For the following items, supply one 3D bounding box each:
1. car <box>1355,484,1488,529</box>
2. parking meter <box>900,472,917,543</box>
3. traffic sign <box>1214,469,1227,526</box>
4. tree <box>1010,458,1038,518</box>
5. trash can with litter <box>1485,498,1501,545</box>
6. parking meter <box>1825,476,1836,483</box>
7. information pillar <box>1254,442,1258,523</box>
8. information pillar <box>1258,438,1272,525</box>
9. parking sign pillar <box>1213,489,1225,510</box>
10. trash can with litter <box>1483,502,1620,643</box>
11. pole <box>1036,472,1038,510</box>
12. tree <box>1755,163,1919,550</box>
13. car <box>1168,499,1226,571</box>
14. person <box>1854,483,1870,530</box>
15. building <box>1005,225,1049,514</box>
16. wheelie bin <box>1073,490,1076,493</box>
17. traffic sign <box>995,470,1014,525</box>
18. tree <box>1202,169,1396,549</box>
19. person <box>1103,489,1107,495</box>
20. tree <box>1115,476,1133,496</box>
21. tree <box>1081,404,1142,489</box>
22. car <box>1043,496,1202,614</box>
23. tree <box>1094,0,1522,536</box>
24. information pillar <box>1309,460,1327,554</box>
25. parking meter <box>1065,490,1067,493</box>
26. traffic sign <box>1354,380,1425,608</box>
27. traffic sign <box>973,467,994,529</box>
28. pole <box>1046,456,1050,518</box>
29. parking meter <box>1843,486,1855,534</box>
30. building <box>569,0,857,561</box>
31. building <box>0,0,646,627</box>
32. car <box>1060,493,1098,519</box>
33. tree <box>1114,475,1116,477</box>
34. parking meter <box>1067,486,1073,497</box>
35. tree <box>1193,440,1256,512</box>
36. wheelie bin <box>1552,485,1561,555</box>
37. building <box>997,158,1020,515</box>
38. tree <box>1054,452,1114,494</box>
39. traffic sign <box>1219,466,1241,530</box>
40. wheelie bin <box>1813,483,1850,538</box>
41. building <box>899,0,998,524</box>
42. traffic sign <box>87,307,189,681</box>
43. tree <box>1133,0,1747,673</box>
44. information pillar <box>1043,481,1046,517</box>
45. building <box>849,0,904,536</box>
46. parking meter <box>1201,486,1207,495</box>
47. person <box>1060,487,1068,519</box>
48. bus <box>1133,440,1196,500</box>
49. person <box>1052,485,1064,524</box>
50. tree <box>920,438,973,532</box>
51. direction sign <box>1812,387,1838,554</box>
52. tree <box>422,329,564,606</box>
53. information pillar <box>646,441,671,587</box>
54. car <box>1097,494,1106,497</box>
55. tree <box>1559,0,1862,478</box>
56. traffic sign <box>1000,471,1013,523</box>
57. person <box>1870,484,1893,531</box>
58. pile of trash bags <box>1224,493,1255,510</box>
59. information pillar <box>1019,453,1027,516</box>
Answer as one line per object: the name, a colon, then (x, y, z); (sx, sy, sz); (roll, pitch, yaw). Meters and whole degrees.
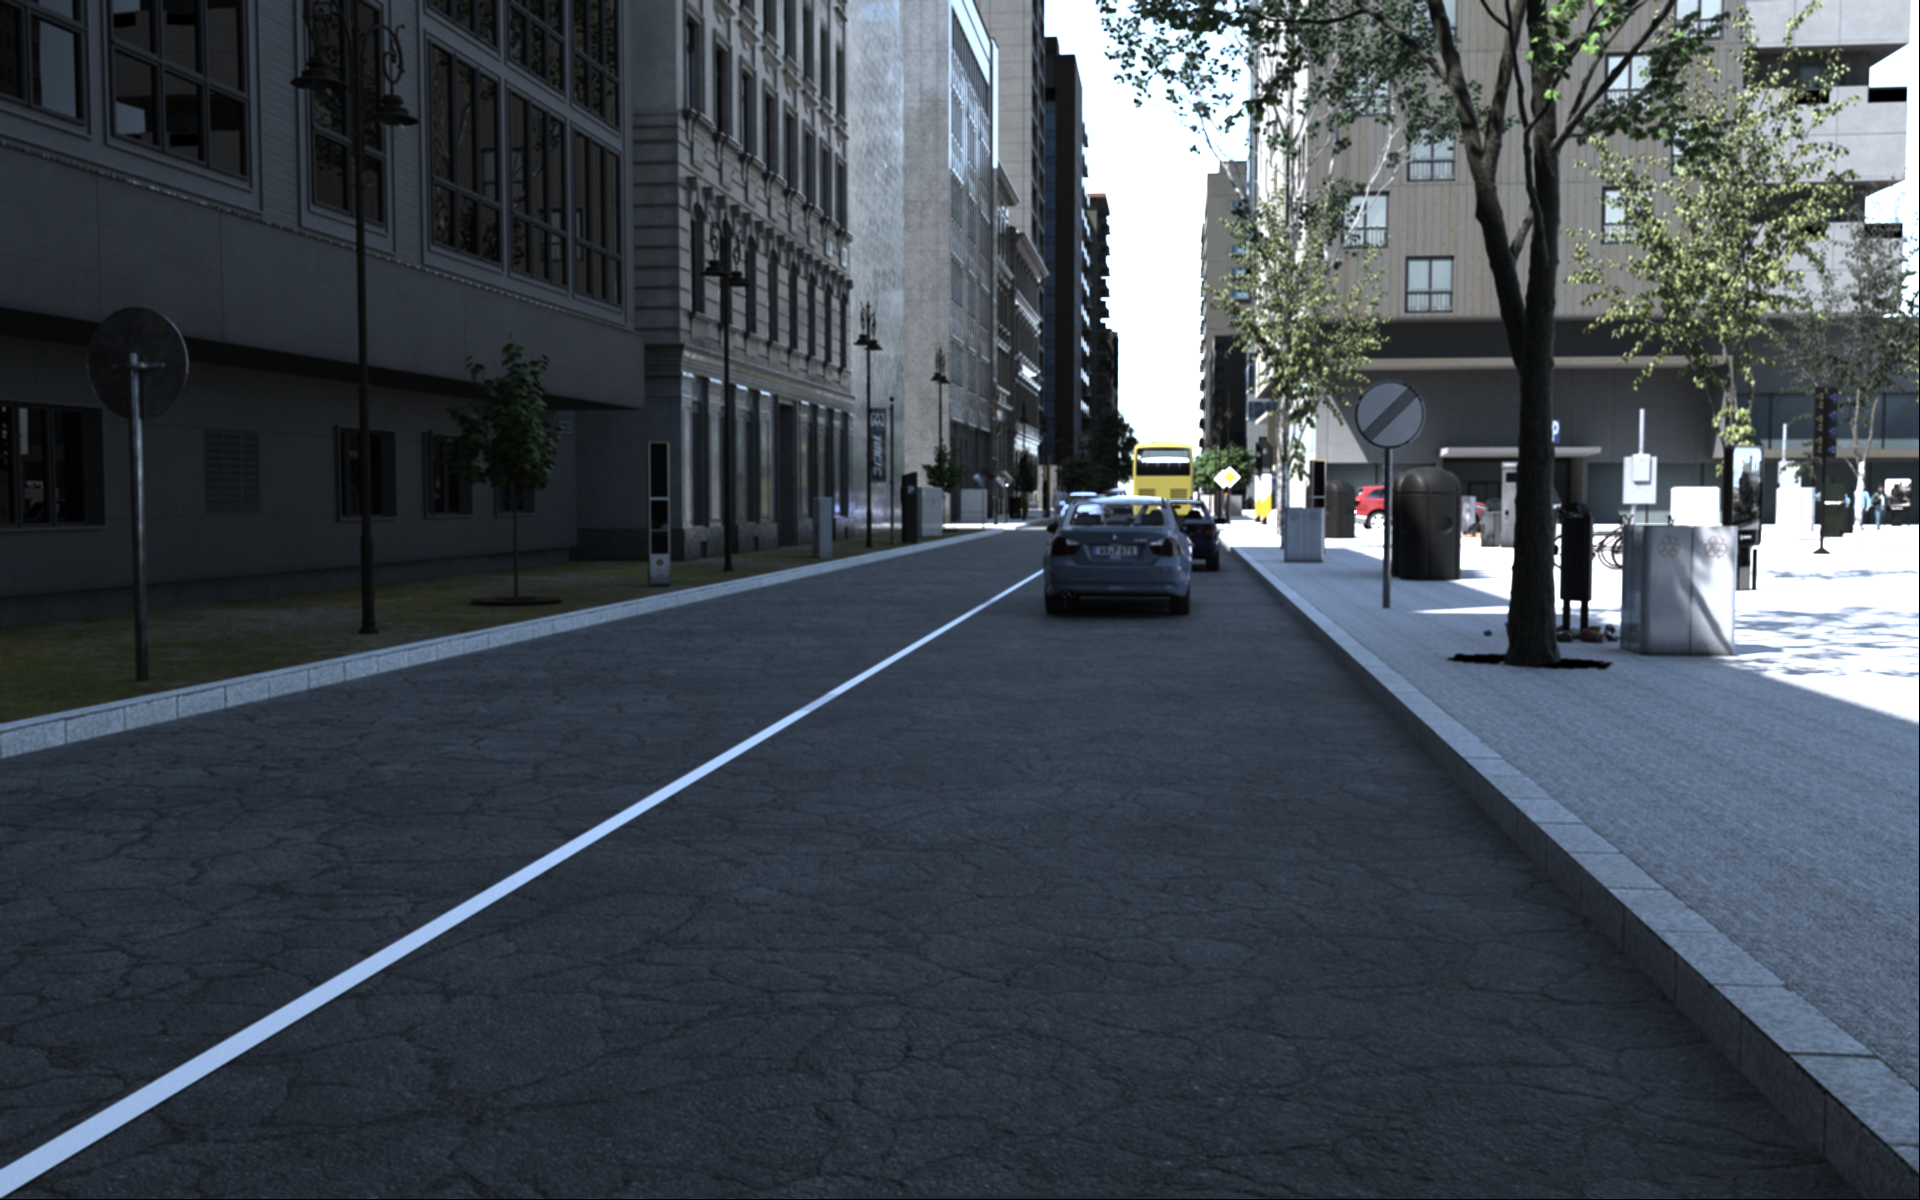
car: (17.103, -3.433, 64.805); (5.304, 1.827, 2.281); (0, 4, 7)
parking meter: (-1.345, -2.443, 45.651); (0.399, 1.863, 0.255); (-1, 4, -22)
traffic sign: (10.653, -4.064, 70.087); (0.795, 2.450, 0.064); (0, 4, 7)
tree: (3.567, -5.949, 91.869); (1.663, 3.219, 1.824); (0, 3, 0)
trash can with litter: (13.802, -2.004, 44.151); (0.624, 1.170, 1.055); (0, 4, -4)
parking meter: (28.540, -3.130, 56.883); (0.399, 1.863, 0.255); (-3, 5, -41)
information pillar: (13.501, -5.289, 77.826); (0.504, 3.616, 0.183); (2, 4, 32)
information pillar: (12.734, -4.927, 71.911); (0.183, 3.616, 0.504); (-3, 5, -41)
parking sign pillar: (20.455, -9.172, 138.429); (1.447, 3.967, 1.447); (0, 4, 7)
trash can with litter: (5.593, -0.288, 15.765); (1.678, 1.210, 2.233); (0, 4, 2)
pole: (6.336, -9.142, 143.318); (0.158, 3.312, 0.155); (0, 3, 0)
tree: (20.476, -5.448, 39.432); (4.360, 8.622, 3.978); (0, 3, 0)
car: (4.202, -1.296, 33.762); (1.945, 1.354, 3.894); (1, 4, 9)
person: (32.152, -3.265, 61.752); (0.748, 1.841, 0.638); (-2, 4, -27)
building: (-0.235, -17.560, 123.254); (11.583, 22.565, 21.152); (0, 4, 7)
wheelie bin: (8.206, -7.317, 127.537); (0.693, 1.594, 0.980); (3, 4, 37)
traffic sign: (1.828, -4.131, 71.191); (0.795, 2.450, 0.064); (0, 4, 7)
tree: (7.798, -5.491, 40.137); (4.737, 8.622, 4.395); (0, 3, 0)
person: (11.532, -7.818, 136.505); (0.709, 1.800, 0.728); (2, 4, 27)
tree: (24.978, -19.105, 262.723); (4.360, 8.622, 3.978); (0, 3, 0)
tree: (19.554, -18.629, 221.586); (9.611, 12.733, 9.660); (0, 3, 0)
car: (2.058, -0.611, 21.987); (2.014, 1.417, 4.499); (0, 4, 8)
tree: (11.232, -11.982, 51.788); (12.611, 20.169, 13.585); (0, 3, 0)
information pillar: (7.688, -2.004, 37.258); (0.304, 2.012, 0.304); (0, 4, -1)
parking meter: (7.597, -6.933, 121.762); (0.372, 1.533, 0.369); (0, 3, 0)
traffic sign: (4.814, -1.185, 19.473); (0.768, 2.556, 0.104); (1, 4, 10)
traffic sign: (0.852, -3.647, 63.266); (0.795, 2.450, 0.064); (0, 4, 7)
pole: (4.760, -6.104, 93.645); (0.158, 3.312, 0.155); (0, 3, 0)
parking meter: (28.838, -2.927, 56.272); (0.372, 1.533, 0.369); (0, 3, 0)
building: (-8.811, -11.784, 41.814); (9.793, 20.994, 18.267); (0, 4, 7)
building: (-14.037, -13.876, 20.388); (14.314, 27.812, 24.014); (0, 4, 7)
car: (5.300, -3.973, 74.546); (1.945, 1.707, 3.694); (0, 4, 8)
tree: (11.619, -10.650, 157.842); (4.285, 4.588, 4.351); (0, 3, 0)
parking meter: (7.572, -6.930, 119.021); (0.399, 1.863, 0.255); (1, 4, 12)
tree: (16.292, -7.773, 110.800); (4.285, 4.588, 4.351); (0, 3, 0)
wheelie bin: (12.085, -1.736, 36.284); (0.980, 1.594, 0.693); (-1, 4, -22)
building: (-2.798, -16.758, 102.879); (11.050, 23.489, 19.941); (0, 4, 7)
tree: (8.896, -9.153, 133.369); (4.285, 4.588, 4.351); (0, 3, 0)
traffic sign: (9.677, -3.579, 62.162); (0.795, 2.450, 0.064); (0, 4, 7)
wheelie bin: (25.790, -2.651, 51.256); (0.980, 1.594, 0.693); (2, 4, 27)
building: (-5.194, -16.212, 83.083); (12.078, 24.808, 19.932); (0, 4, 7)
traffic sign: (-5.617, -0.717, 11.823); (0.768, 2.556, 0.104); (1, 4, 11)
tree: (4.134, -5.318, 12.707); (9.928, 11.665, 9.643); (0, 3, 0)
information pillar: (4.732, -5.549, 95.217); (0.304, 2.012, 0.304); (1, 4, 22)
building: (-10.963, -12.373, 57.044); (16.860, 20.320, 10.420); (0, 4, 7)
parking meter: (17.335, -7.168, 122.913); (0.255, 1.863, 0.399); (-2, 4, -35)
person: (5.305, -4.882, 88.540); (0.478, 1.798, 0.641); (3, 5, 44)
bus: (9.258, -5.316, 78.471); (2.896, 3.916, 12.252); (0, 4, 7)
person: (4.690, -4.516, 82.213); (0.514, 1.842, 0.818); (-2, 4, -31)
tree: (-0.639, -3.973, 59.555); (1.663, 3.219, 1.824); (0, 3, 0)
direction sign: (18.403, -2.746, 36.892); (0.876, 3.537, 0.379); (-3, 4, -35)
tree: (-5.163, -1.575, 20.347); (1.663, 3.219, 1.824); (0, 3, 0)
information pillar: (-4.176, -1.194, 24.010); (0.304, 2.012, 0.304); (-1, 4, -13)
car: (8.427, -5.847, 107.606); (2.014, 1.417, 4.499); (0, 4, 7)
tree: (11.210, -4.597, 25.524); (4.737, 8.622, 4.395); (0, 3, 0)
traffic sign: (2.038, -4.512, 75.901); (0.606, 2.300, 0.079); (1, 4, 9)
person: (33.313, -3.295, 62.723); (0.623, 1.781, 0.721); (-2, 4, -27)
pile of trash bags: (22.586, -8.039, 141.191); (1.912, 1.369, 3.447); (-2, 4, -26)
information pillar: (3.662, -6.649, 100.073); (0.504, 3.616, 0.183); (2, 4, 32)
